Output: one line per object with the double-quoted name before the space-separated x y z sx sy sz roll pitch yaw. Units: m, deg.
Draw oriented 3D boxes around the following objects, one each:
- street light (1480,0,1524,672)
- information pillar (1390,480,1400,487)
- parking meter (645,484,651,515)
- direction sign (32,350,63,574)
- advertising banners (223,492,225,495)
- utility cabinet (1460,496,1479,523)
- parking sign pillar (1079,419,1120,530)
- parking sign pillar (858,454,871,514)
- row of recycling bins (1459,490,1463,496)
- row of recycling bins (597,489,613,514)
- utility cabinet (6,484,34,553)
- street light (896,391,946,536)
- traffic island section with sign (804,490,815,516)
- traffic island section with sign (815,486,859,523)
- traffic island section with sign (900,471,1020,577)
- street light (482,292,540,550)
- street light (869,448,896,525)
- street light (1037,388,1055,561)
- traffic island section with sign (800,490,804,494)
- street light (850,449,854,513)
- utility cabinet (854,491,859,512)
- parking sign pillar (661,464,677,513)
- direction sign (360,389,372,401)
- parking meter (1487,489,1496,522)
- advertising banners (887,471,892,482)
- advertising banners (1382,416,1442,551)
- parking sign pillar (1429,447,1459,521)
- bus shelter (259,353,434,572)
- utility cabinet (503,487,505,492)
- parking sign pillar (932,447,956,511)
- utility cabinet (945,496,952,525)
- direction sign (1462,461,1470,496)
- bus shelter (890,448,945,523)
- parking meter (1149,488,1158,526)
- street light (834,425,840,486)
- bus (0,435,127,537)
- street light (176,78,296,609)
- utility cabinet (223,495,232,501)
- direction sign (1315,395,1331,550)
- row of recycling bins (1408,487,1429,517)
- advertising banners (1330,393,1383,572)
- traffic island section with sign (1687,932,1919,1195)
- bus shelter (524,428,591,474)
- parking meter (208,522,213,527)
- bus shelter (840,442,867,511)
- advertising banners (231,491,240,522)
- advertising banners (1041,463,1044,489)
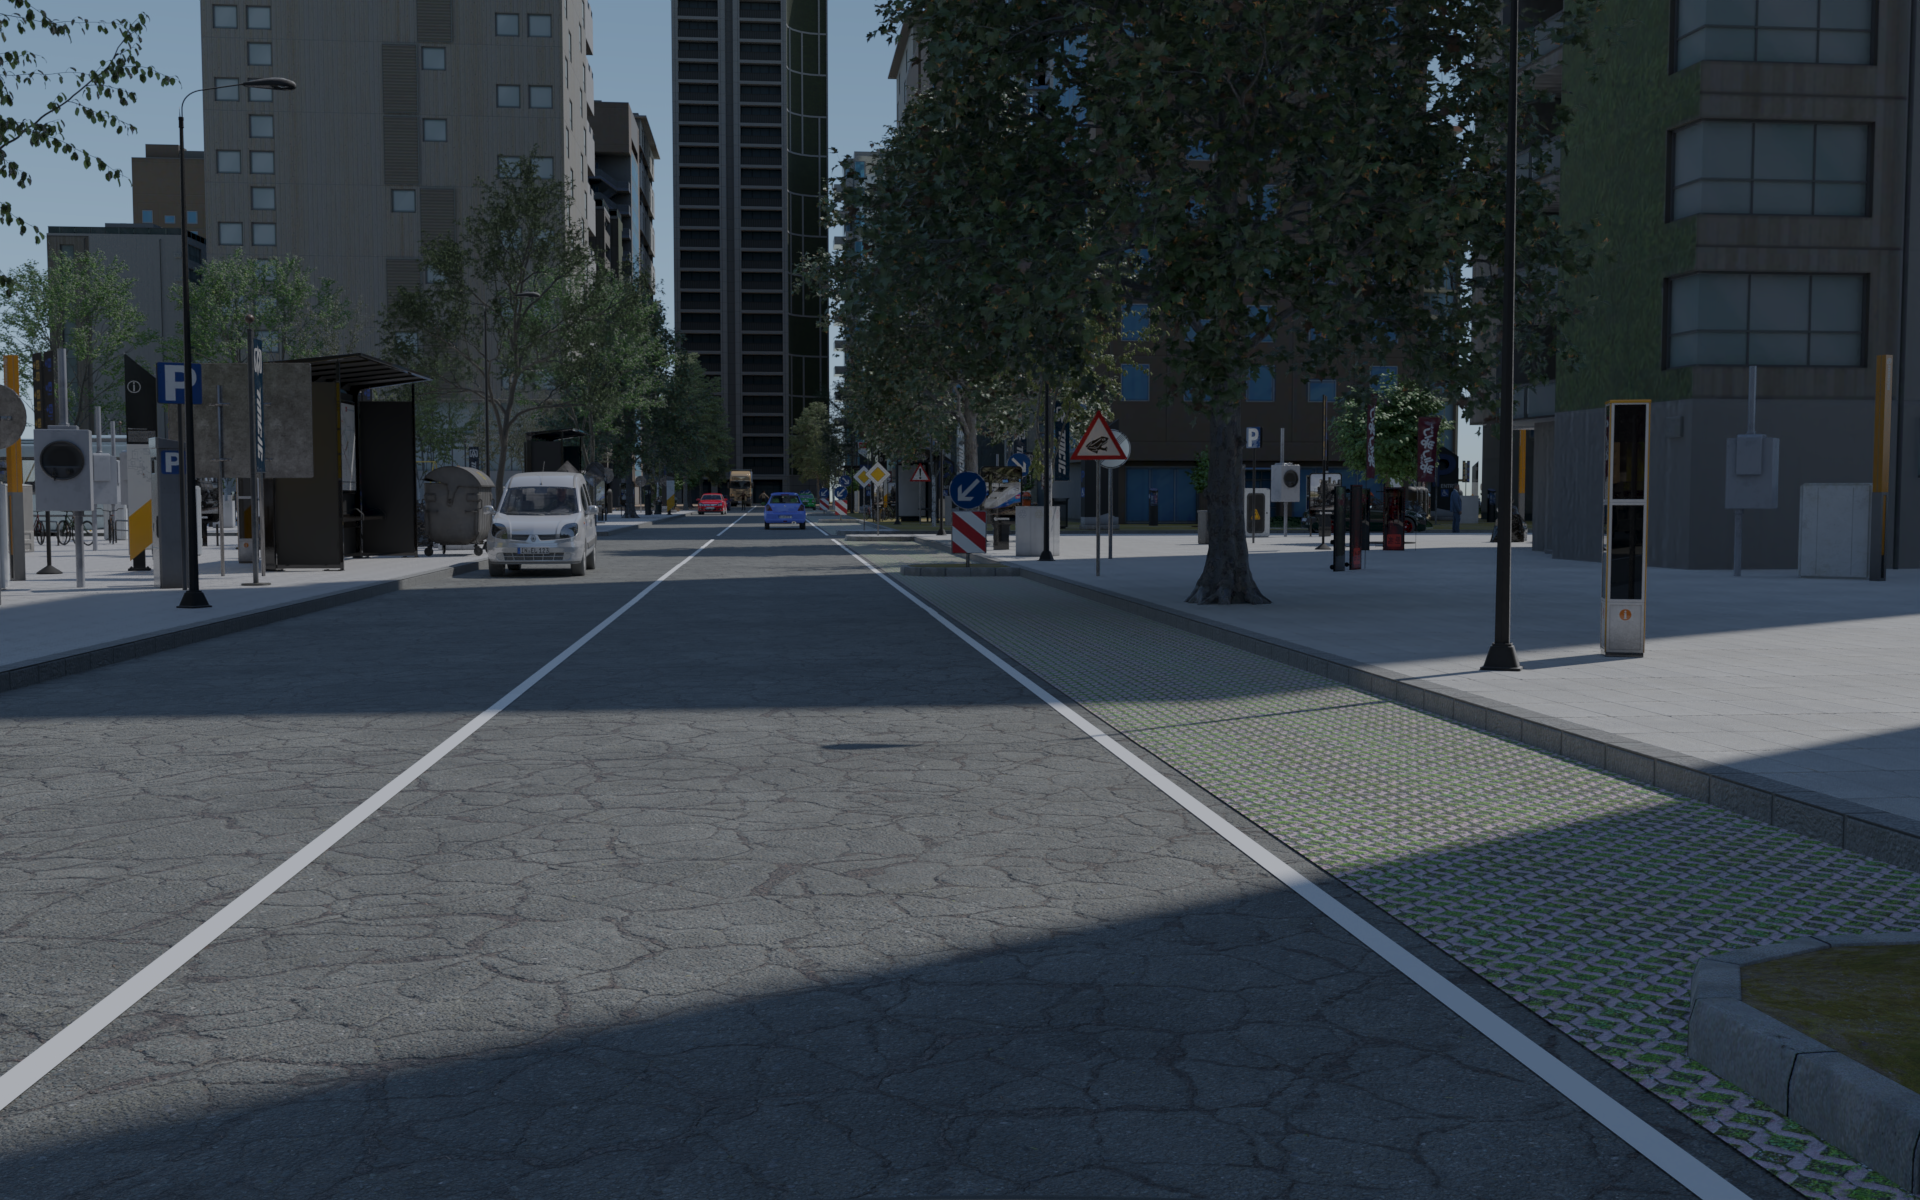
"street light" 3.428 -2.441 12.452 1.470 5.913 1.316 0 4 -6
"information pillar" 13.934 -3.912 55.323 0.183 3.616 0.504 -2 4 -24
"parking meter" -18.912 -6.069 104.932 0.255 1.863 0.399 1 4 17
"direction sign" -14.614 -2.183 27.693 0.876 3.537 0.379 3 5 44
"advertising banners" -49.840 -7.308 115.673 0.090 3.025 2.074 1 4 18
"utility cabinet" 22.119 -3.946 75.678 1.020 1.237 0.306 0 4 -6
"parking sign pillar" 5.018 -4.509 62.196 1.447 3.967 1.447 -1 4 -16
"parking sign pillar" -6.013 -7.723 114.741 1.447 3.967 1.447 0 4 3
"row of recycling bins" 38.134 -7.834 135.200 1.069 1.692 3.534 -1 4 -12
"row of recycling bins" -23.906 -6.568 114.496 1.069 1.692 3.534 0 4 8
"utility cabinet" -20.610 -1.753 37.348 0.318 1.500 1.173 2 4 26
"street light" -1.116 -4.952 53.508 1.470 5.913 1.316 0 4 -6
"traffic island section with sign" -8.987 -6.379 112.920 1.989 1.847 2.006 0 4 -6
"traffic island section with sign" -6.043 -4.725 85.876 1.989 1.847 2.006 0 4 -6
"traffic island section with sign" -0.043 -1.357 30.816 1.989 1.847 2.006 0 4 -6
"street light" -10.353 -4.122 39.928 1.470 5.913 1.316 0 4 -6
"street light" -3.169 -6.125 72.678 1.470 5.913 1.316 0 4 -6
"street light" 1.120 -3.699 33.019 1.470 5.913 1.316 0 4 -6
"traffic island section with sign" -14.416 -9.425 162.729 1.989 1.847 2.006 0 4 -6
"street light" -5.297 -7.378 93.179 1.470 5.913 1.316 0 4 -6
"utility cabinet" -6.896 -6.862 120.867 0.318 1.500 1.173 2 4 34
"parking sign pillar" -20.238 -7.990 119.104 1.447 3.967 1.447 0 4 -4
"direction sign" -12.318 -2.678 35.777 0.379 3.537 0.876 -3 5 -43
"parking meter" 24.138 -4.298 78.679 0.372 1.533 0.369 0 3 0
"advertising banners" -4.627 -8.235 130.821 2.074 3.025 0.090 0 4 -6
"advertising banners" 9.814 -2.633 39.237 2.074 3.025 0.090 1 4 13
"parking sign pillar" 23.399 -5.819 83.609 1.447 3.967 1.447 1 4 13
"bus shelter" -11.120 -2.478 31.797 1.731 3.624 6.357 0 4 -6
"utility cabinet" -13.118 -2.656 52.098 1.173 1.500 0.318 -1 4 -18
"parking sign pillar" -0.920 -6.772 99.195 1.447 3.967 1.447 -1 4 -15
"utility cabinet" -0.470 -3.673 71.213 0.306 1.237 1.020 0 3 0
"direction sign" 34.193 -7.650 117.072 0.876 3.537 0.379 -3 5 -41
"bus shelter" -1.950 -5.156 78.231 2.014 3.302 5.546 0 4 -6
"parking meter" 7.833 -3.774 70.112 0.372 1.533 0.369 0 3 0
"street light" -7.680 -8.689 114.611 1.470 5.913 1.316 0 4 -6
"bus" -32.594 -3.653 54.589 13.247 3.499 2.948 0 4 -5
"street light" -8.113 -2.868 19.439 1.470 5.913 1.316 0 4 -6
"utility cabinet" -42.706 -5.465 100.521 1.020 1.237 0.306 0 4 4
"direction sign" 8.387 -2.930 39.899 0.379 3.537 0.876 1 4 17
"row of recycling bins" 25.373 -5.457 96.330 1.069 1.692 3.534 2 4 27
"advertising banners" 6.692 -2.024 29.286 0.090 3.025 2.074 2 4 33
"traffic island section with sign" 2.877 0.282 4.019 1.989 1.847 2.006 0 4 -6
"bus shelter" -14.878 -4.466 64.296 1.731 3.624 6.357 0 4 -6
"parking meter" -29.026 -3.602 67.308 0.372 1.533 0.369 0 3 0
"bus shelter" -7.900 -9.340 130.344 2.179 5.291 8.768 0 4 -6
"advertising banners" -32.430 -4.995 77.849 0.090 3.025 2.074 -3 5 -39
"advertising banners" 5.287 -6.297 99.137 2.074 3.025 0.090 -3 5 -44
